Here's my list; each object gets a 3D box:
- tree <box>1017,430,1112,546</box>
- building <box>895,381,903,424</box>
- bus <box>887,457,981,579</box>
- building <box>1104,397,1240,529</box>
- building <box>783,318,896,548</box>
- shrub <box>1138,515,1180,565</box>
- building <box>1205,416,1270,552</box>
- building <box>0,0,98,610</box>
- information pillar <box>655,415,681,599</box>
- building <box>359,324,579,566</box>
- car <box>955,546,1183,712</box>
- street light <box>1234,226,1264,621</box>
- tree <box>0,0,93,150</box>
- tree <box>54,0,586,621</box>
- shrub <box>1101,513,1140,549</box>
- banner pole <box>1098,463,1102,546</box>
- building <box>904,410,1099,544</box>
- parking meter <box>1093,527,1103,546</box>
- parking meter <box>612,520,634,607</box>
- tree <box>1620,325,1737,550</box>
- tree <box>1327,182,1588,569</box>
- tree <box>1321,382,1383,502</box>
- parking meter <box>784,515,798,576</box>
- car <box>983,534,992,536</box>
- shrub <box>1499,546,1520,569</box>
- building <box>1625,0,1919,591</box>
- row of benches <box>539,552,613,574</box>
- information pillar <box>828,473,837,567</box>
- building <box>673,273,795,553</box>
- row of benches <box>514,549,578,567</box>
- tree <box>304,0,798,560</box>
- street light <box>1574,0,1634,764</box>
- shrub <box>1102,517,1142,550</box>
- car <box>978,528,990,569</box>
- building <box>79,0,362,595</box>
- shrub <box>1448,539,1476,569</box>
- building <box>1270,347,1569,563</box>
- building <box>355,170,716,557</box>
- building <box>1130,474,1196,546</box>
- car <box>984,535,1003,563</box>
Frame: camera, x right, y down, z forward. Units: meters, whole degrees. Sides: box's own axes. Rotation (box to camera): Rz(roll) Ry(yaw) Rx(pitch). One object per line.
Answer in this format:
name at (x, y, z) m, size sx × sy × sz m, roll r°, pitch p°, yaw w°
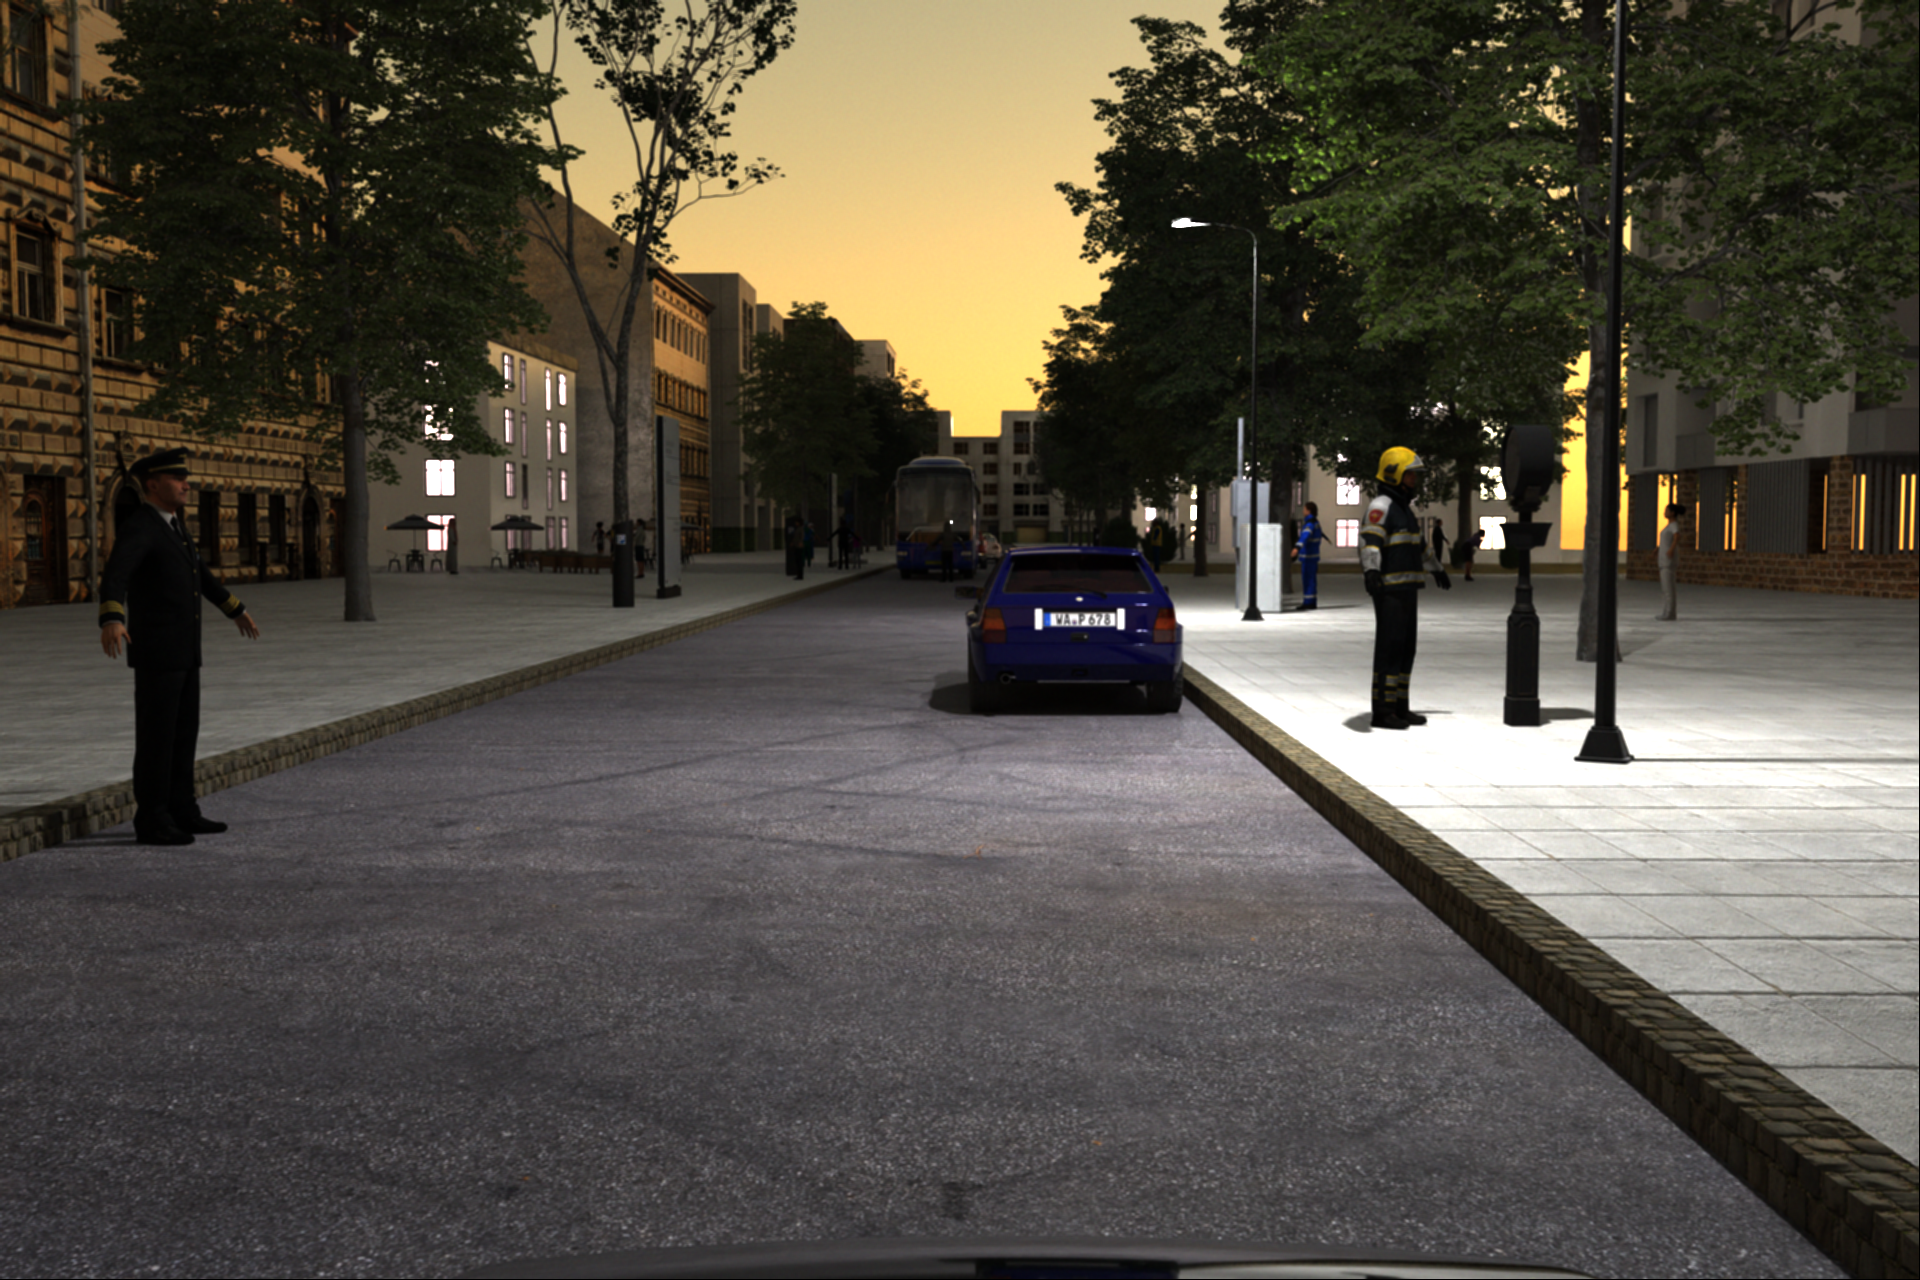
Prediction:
tree at (10.429, -15.377, 161.789) m, size 12.009 × 13.543 × 11.850 m, roll 0°, pitch 3°, yaw 0°
building at (-22.478, -23.548, 228.990) m, size 27.936 × 21.610 × 32.646 m, roll 0°, pitch 4°, yaw 2°
bus at (-0.659, -4.120, 58.912) m, size 2.896 × 3.916 × 12.251 m, roll 0°, pitch 4°, yaw 1°
building at (27.625, -23.981, 223.024) m, size 19.493 × 23.208 × 18.063 m, roll 0°, pitch 4°, yaw 1°
building at (-21.719, -20.602, 180.815) m, size 27.936 × 21.610 × 32.646 m, roll 0°, pitch 4°, yaw 2°
shrub at (8.365, -4.203, 72.757) m, size 1.661 × 2.075 × 1.752 m, roll 0°, pitch 3°, yaw 0°
building at (22.775, -11.010, 122.168) m, size 9.099 × 9.664 × 28.070 m, roll 0°, pitch 4°, yaw 1°
building at (-25.544, -11.740, 22.881) m, size 19.493 × 23.208 × 18.063 m, roll 0°, pitch 4°, yaw 1°
information pillar at (-5.893, -2.672, 34.999) m, size 0.184 × 3.620 × 1.656 m, roll 0°, pitch 4°, yaw 2°
building at (-22.868, -8.646, 83.514) m, size 9.099 × 9.664 × 28.070 m, roll 0°, pitch 4°, yaw 2°
car at (0.927, -0.166, 15.295) m, size 1.945 × 1.354 × 3.894 m, roll 0°, pitch 3°, yaw 0°
street light at (4.887, -3.241, 25.525) m, size 1.470 × 5.913 × 1.316 m, roll 0°, pitch 4°, yaw 1°
tree at (-8.877, -3.766, 11.939) m, size 4.360 × 8.622 × 3.978 m, roll 0°, pitch 3°, yaw 0°
tree at (-9.045, -6.527, 24.851) m, size 7.486 × 12.596 × 7.792 m, roll 0°, pitch 3°, yaw 0°
shrub at (6.040, -3.827, 66.618) m, size 1.661 × 2.075 × 1.752 m, roll 0°, pitch 3°, yaw 0°
banner pole at (4.932, -4.332, 60.842) m, size 0.401 × 3.779 × 0.863 m, roll 0°, pitch 4°, yaw 1°
building at (6.040, -23.554, 254.024) m, size 31.486 × 18.905 × 16.747 m, roll 0°, pitch 4°, yaw 1°
parking meter at (5.015, -3.336, 62.958) m, size 0.372 × 1.533 × 0.369 m, roll 0°, pitch 3°, yaw 0°
parking meter at (-5.914, -1.345, 30.408) m, size 0.372 × 1.533 × 0.369 m, roll 0°, pitch 3°, yaw 0°
tree at (29.851, -9.337, 70.780) m, size 7.486 × 12.596 × 7.792 m, roll 0°, pitch 3°, yaw 0°
tree at (18.307, -9.558, 62.936) m, size 9.857 × 13.997 × 8.962 m, roll 0°, pitch 3°, yaw 0°
tree at (17.580, -7.540, 73.639) m, size 4.737 × 8.622 × 4.395 m, roll 0°, pitch 3°, yaw 0°
parking meter at (-5.206, -2.919, 53.445) m, size 0.399 × 1.863 × 0.255 m, roll 0°, pitch 4°, yaw 2°
car at (2.086, -8.598, 149.380) m, size 1.959 × 1.807 × 4.718 m, roll 0°, pitch 4°, yaw 1°
shrub at (20.124, -3.187, 63.218) m, size 1.383 × 1.207 × 1.383 m, roll 0°, pitch 3°, yaw 0°
building at (23.675, -11.609, 46.226) m, size 16.016 × 20.090 × 11.380 m, roll 0°, pitch 4°, yaw 1°
row of benches at (-12.716, -2.548, 57.115) m, size 1.422 × 0.672 × 4.104 m, roll -3°, pitch 5°, yaw -40°
information pillar at (-4.948, -4.646, 67.278) m, size 0.184 × 3.620 × 1.656 m, roll 0°, pitch 4°, yaw 2°
building at (-22.970, -16.331, 133.472) m, size 16.747 × 18.905 × 31.486 m, roll 0°, pitch 4°, yaw 1°
row of benches at (-16.790, -3.347, 70.184) m, size 1.422 × 0.672 × 4.104 m, roll 1°, pitch 4°, yaw 18°
tree at (-9.486, -11.484, 43.651) m, size 12.611 × 20.169 × 13.585 m, roll 0°, pitch 3°, yaw 0°
street light at (4.199, -2.269, 9.636) m, size 1.470 × 5.913 × 1.316 m, roll 0°, pitch 4°, yaw 1°
shrub at (7.036, -4.352, 75.193) m, size 1.661 × 2.075 × 1.752 m, roll 0°, pitch 3°, yaw 0°
car at (0.127, -3.917, 72.719) m, size 2.281 × 1.827 × 5.304 m, roll 0°, pitch 4°, yaw 1°
building at (-27.380, -12.947, 42.609) m, size 19.493 × 23.208 × 18.063 m, roll 0°, pitch 4°, yaw 0°
shrub at (18.372, -3.196, 63.373) m, size 1.383 × 1.207 × 1.383 m, roll 0°, pitch 3°, yaw 0°
building at (22.751, -9.090, 90.765) m, size 9.099 × 9.664 × 28.070 m, roll 0°, pitch 4°, yaw 2°
building at (-26.195, -16.850, 106.427) m, size 19.493 × 23.208 × 18.063 m, roll 0°, pitch 4°, yaw 2°
building at (23.989, -15.567, 196.673) m, size 9.099 × 9.664 × 28.070 m, roll 0°, pitch 4°, yaw 1°
car at (1.110, -4.526, 86.366) m, size 2.083 × 1.381 × 4.827 m, roll 0°, pitch 4°, yaw 1°
